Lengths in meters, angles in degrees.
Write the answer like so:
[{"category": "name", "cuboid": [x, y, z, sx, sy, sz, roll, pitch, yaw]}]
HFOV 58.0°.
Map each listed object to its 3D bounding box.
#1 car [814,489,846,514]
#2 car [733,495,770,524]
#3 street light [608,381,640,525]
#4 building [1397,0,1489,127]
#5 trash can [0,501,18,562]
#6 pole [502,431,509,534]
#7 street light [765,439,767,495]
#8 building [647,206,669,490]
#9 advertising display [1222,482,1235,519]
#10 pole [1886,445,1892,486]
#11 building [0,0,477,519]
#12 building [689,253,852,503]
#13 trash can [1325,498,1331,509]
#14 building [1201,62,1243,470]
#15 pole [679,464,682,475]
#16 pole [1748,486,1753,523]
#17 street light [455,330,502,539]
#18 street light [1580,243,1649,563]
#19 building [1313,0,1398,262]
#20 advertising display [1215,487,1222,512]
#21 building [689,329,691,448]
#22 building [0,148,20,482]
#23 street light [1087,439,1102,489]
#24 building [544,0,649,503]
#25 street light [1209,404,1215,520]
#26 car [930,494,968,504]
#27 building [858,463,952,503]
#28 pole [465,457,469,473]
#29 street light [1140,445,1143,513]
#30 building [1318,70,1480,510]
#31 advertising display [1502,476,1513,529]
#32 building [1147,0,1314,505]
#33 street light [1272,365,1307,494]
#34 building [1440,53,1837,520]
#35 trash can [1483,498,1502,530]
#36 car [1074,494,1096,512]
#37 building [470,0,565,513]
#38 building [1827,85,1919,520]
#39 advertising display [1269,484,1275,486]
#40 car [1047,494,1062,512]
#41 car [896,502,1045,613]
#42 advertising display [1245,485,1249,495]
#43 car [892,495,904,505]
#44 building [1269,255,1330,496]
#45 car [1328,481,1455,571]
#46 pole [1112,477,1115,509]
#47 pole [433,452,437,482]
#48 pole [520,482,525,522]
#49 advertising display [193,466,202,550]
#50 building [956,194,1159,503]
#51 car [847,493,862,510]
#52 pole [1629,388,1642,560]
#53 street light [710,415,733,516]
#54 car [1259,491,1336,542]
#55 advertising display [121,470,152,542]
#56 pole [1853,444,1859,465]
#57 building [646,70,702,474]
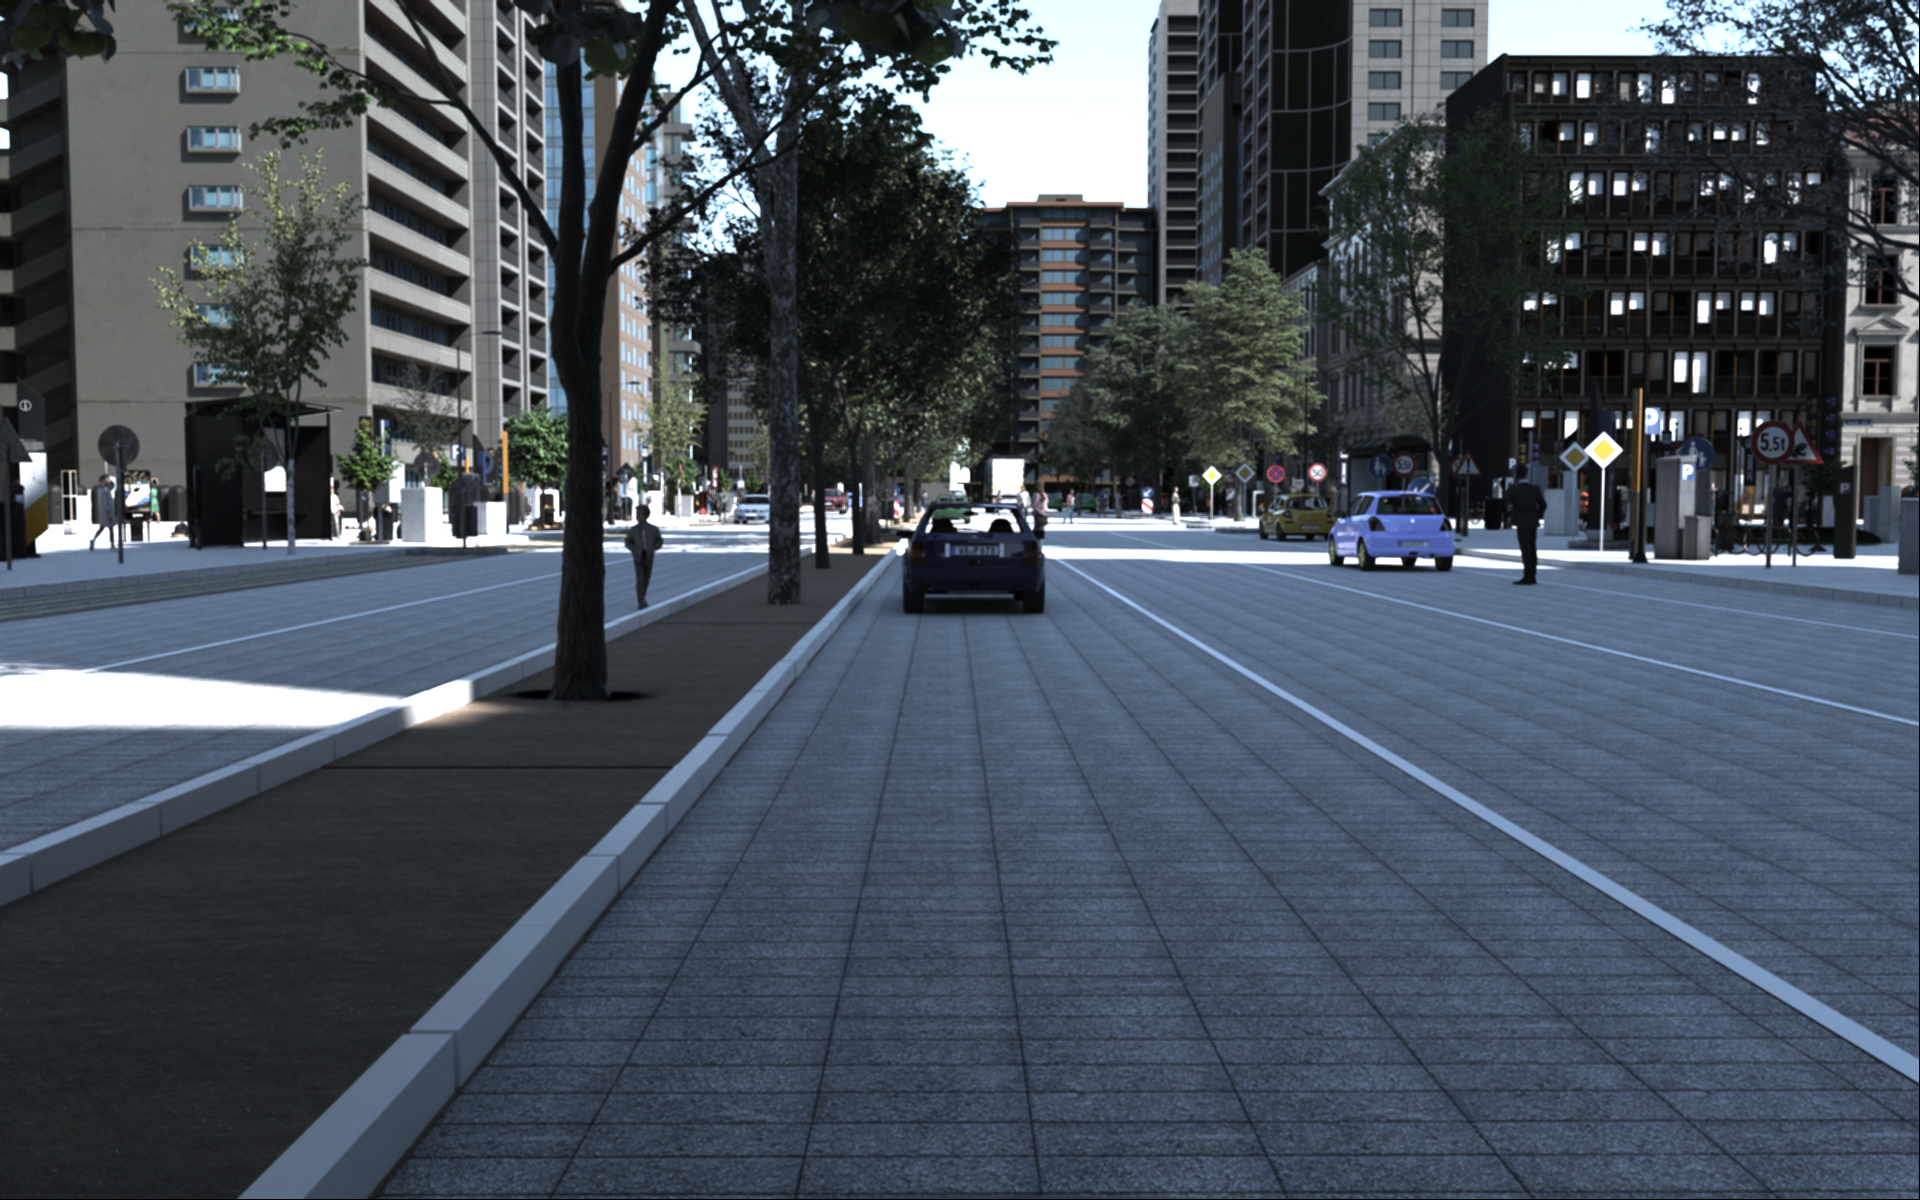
[{"category": "car", "cuboid": [-9.215, -7.023, 123.495, 2.281, 1.827, 5.304, 0, 4, -1]}, {"category": "car", "cuboid": [-9.817, -4.376, 83.545, 2.014, 1.417, 4.499, 0, 4, 1]}, {"category": "street light", "cuboid": [-13.862, -6.051, 71.473, 1.470, 5.913, 1.316, 0, 4, 0]}, {"category": "building", "cuboid": [36.235, -44.320, 162.879, 20.563, 71.187, 20.611, 0, 4, 0]}, {"category": "trash can", "cuboid": [-18.375, -1.310, 33.079, 0.748, 1.137, 0.748, 0, 3, 0]}, {"category": "pole", "cuboid": [-14.766, -3.819, 56.288, 0.158, 3.312, 0.155, 0, 3, 0]}, {"category": "street light", "cuboid": [-14.336, -9.791, 132.622, 1.470, 5.913, 1.316, 0, 4, 0]}, {"category": "building", "cuboid": [-36.446, -24.235, 167.936, 14.160, 30.474, 14.107, 0, 4, 0]}, {"category": "advertising display", "cuboid": [14.249, -5.248, 91.022, 0.123, 1.923, 0.974, -2, 4, -25]}, {"category": "pole", "cuboid": [38.915, -4.817, 72.597, 0.158, 3.312, 0.155, 0, 3, 0]}, {"category": "building", "cuboid": [-41.527, -29.085, 99.237, 21.300, 48.544, 21.600, 0, 4, 0]}, {"category": "building", "cuboid": [-27.898, -34.759, 260.194, 23.993, 40.220, 32.217, 0, 4, 0]}, {"category": "trash can", "cuboid": [13.463, -3.233, 64.514, 0.748, 1.137, 0.748, 0, 3, 0]}, {"category": "building", "cuboid": [33.161, -32.474, 181.060, 14.600, 45.320, 14.200, 0, 4, 0]}, {"category": "pole", "cuboid": [-19.031, -7.595, 118.022, 0.158, 3.312, 0.155, 0, 3, 0]}, {"category": "pole", "cuboid": [35.570, -5.138, 77.854, 0.158, 3.312, 0.155, 0, 3, 0]}, {"category": "street light", "cuboid": [-13.683, -4.691, 49.242, 1.470, 5.913, 1.316, 0, 4, 0]}, {"category": "street light", "cuboid": [12.157, -3.646, 32.159, 1.470, 5.913, 1.316, 0, 4, 0]}, {"category": "building", "cuboid": [36.444, -46.448, 197.668, 20.563, 71.187, 20.611, 0, 4, 0]}, {"category": "advertising display", "cuboid": [19.250, -7.407, 126.312, 0.974, 1.923, 0.123, -2, 4, -26]}, {"category": "building", "cuboid": [-46.919, -29.299, 250.738, 14.107, 30.474, 14.160, 0, 4, 0]}, {"category": "building", "cuboid": [-66.692, -15.481, 98.147, 28.899, 21.520, 27.650, 0, 4, 0]}, {"category": "street light", "cuboid": [11.414, -10.613, 146.061, 1.470, 5.913, 1.316, 0, 4, 0]}, {"category": "building", "cuboid": [-35.783, -30.765, 153.113, 14.600, 45.320, 14.200, 0, 4, 0]}, {"category": "street light", "cuboid": [11.861, -6.888, 85.165, 1.470, 5.913, 1.316, 0, 4, 0]}, {"category": "car", "cuboid": [-0.404, -4.396, 83.676, 2.131, 1.459, 4.920, 0, 4, 2]}, {"category": "building", "cuboid": [-8.252, -29.315, 251.006, 14.107, 30.474, 14.160, 0, 4, 0]}, {"category": "pole", "cuboid": [-27.013, -6.181, 94.894, 0.158, 3.312, 0.155, 0, 3, 0]}, {"category": "street light", "cuboid": [11.597, -8.737, 115.398, 1.470, 5.913, 1.316, 0, 4, 0]}, {"category": "building", "cuboid": [33.433, -20.163, 117.060, 14.401, 28.519, 23.554, 0, 4, 0]}, {"category": "advertising display", "cuboid": [20.059, -3.559, 63.411, 0.123, 1.923, 0.974, 3, 4, 36]}, {"category": "building", "cuboid": [38.638, -49.864, 253.525, 20.611, 71.187, 20.563, 0, 4, 0]}, {"category": "street light", "cuboid": [11.917, -5.495, 62.392, 1.470, 5.913, 1.316, 0, 4, 0]}, {"category": "building", "cuboid": [35.103, -16.008, 91.408, 15.834, 23.373, 12.332, 0, 4, 0]}, {"category": "trash can", "cuboid": [19.144, -3.090, 62.174, 0.748, 1.137, 0.748, 0, 3, 0]}, {"category": "car", "cuboid": [9.786, -7.857, 137.259, 1.959, 1.807, 4.718, 0, 4, -1]}, {"category": "building", "cuboid": [-39.721, -42.163, 127.611, 20.563, 71.187, 20.611, 0, 4, 0]}, {"category": "building", "cuboid": [53.601, -15.573, 90.773, 21.152, 22.565, 11.583, 0, 4, 0]}, {"category": "advertising display", "cuboid": [19.829, -6.333, 108.752, 0.974, 1.923, 0.123, 2, 4, 33]}, {"category": "car", "cuboid": [7.481, -8.195, 142.778, 1.959, 1.807, 4.718, 0, 4, 1]}, {"category": "car", "cuboid": [0.143, -0.588, 22.201, 1.945, 1.354, 3.894, 0, 4, -1]}, {"category": "advertising display", "cuboid": [20.045, -7.087, 121.087, 0.123, 1.923, 0.974, 0, 4, 2]}, {"category": "car", "cuboid": [-6.831, -11.321, 197.459, 2.083, 1.381, 4.827, 0, 4, -1]}, {"category": "building", "cuboid": [31.070, -17.675, 138.144, 9.793, 20.994, 18.267, 0, 4, 0]}, {"category": "car", "cuboid": [8.282, -1.464, 33.534, 1.945, 1.707, 3.694, 0, 4, -1]}, {"category": "pole", "cuboid": [12.836, -9.229, 144.740, 0.158, 3.312, 0.155, 0, 3, 0]}, {"category": "pole", "cuboid": [-25.650, -5.555, 84.659, 0.158, 3.312, 0.155, 0, 3, 0]}, {"category": "pole", "cuboid": [-20.021, -5.220, 79.186, 0.158, 3.312, 0.155, 0, 3, 0]}, {"category": "advertising display", "cuboid": [-17.623, -2.130, 40.038, 0.123, 1.923, 0.974, -2, 4, -26]}, {"category": "building", "cuboid": [13.893, -36.725, 255.081, 28.867, 44.769, 22.147, 0, 4, 0]}, {"category": "car", "cuboid": [-9.935, -9.127, 158.816, 1.945, 1.707, 3.694, 0, 4, 0]}, {"category": "pole", "cuboid": [13.084, -2.426, 33.507, 0.158, 3.312, 0.155, 0, 3, 0]}, {"category": "street light", "cuboid": [-14.015, -7.900, 101.706, 1.470, 5.913, 1.316, 0, 4, 0]}, {"category": "car", "cuboid": [10.414, -2.662, 53.741, 2.015, 1.641, 3.980, 0, 4, -2]}, {"category": "advertising display", "cuboid": [-22.109, -2.524, 46.475, 0.123, 1.923, 0.974, 1, 4, 17]}, {"category": "pole", "cuboid": [36.802, -4.733, 71.233, 0.158, 3.312, 0.155, 0, 3, 0]}, {"category": "building", "cuboid": [-45.311, -35.251, 195.961, 30.456, 49.044, 23.786, 0, 4, 0]}]
